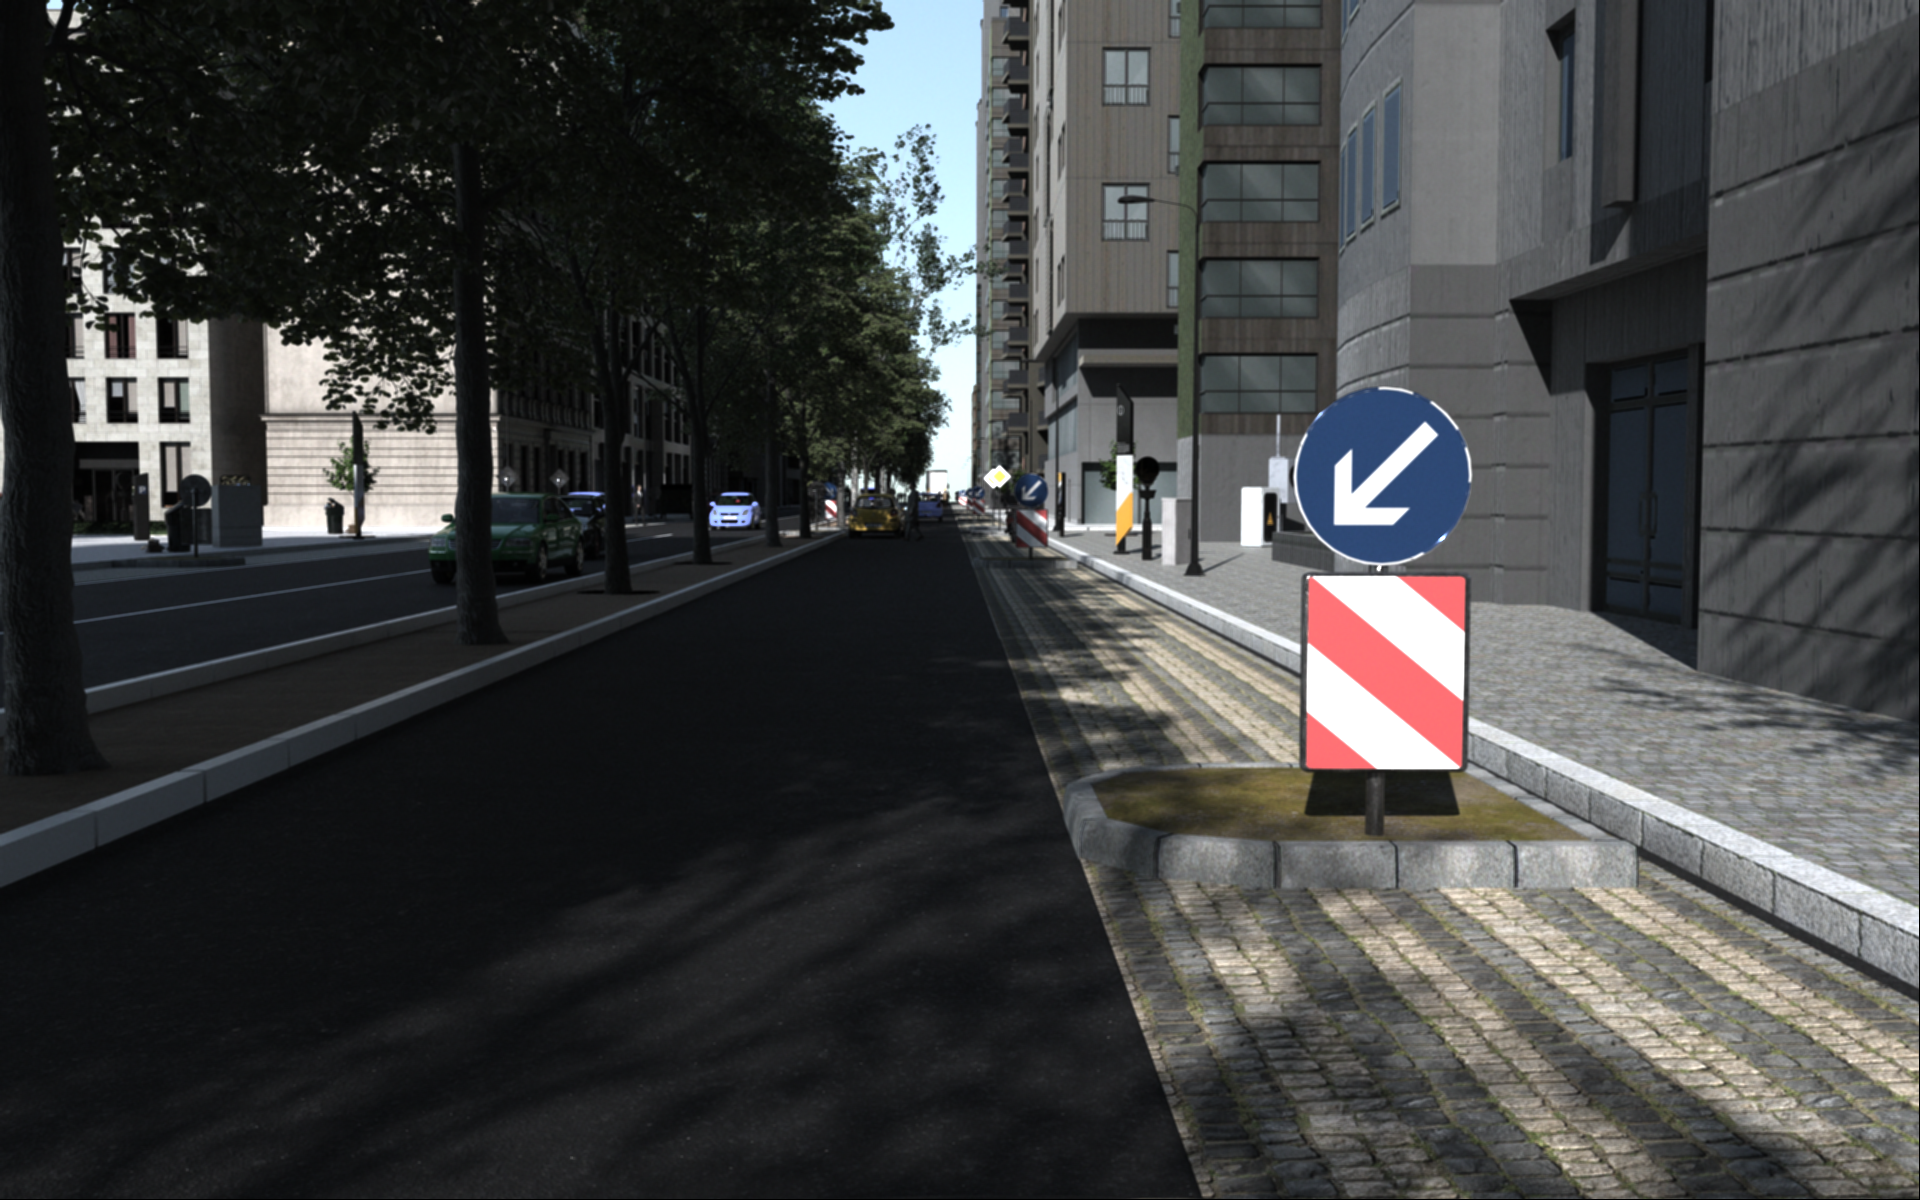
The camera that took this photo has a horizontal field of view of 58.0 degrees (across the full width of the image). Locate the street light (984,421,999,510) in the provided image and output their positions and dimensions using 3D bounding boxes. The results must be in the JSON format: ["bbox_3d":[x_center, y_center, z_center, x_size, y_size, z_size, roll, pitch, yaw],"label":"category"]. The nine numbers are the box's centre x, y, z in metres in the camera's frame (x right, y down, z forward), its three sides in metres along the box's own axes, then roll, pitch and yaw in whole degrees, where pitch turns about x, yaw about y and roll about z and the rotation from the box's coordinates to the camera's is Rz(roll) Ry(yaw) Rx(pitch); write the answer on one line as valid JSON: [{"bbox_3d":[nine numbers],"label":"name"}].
[{"bbox_3d":[2.465,-8.417,110.163,1.470,5.913,1.316,0,4,0],"label":"street light"}]

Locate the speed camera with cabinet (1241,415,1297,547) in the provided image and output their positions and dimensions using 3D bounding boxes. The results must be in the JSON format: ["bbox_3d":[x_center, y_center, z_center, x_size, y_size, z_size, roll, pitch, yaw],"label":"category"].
[{"bbox_3d":[7.650,-2.947,42.519,0.660,3.252,2.038,3,4,38],"label":"speed camera with cabinet"}]

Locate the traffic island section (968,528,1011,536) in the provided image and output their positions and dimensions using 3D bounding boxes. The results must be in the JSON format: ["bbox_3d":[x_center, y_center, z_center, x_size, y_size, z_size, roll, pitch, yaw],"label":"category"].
[{"bbox_3d":[1.390,-2.298,59.850,2.009,0.180,2.903,0,4,0],"label":"traffic island section"}]

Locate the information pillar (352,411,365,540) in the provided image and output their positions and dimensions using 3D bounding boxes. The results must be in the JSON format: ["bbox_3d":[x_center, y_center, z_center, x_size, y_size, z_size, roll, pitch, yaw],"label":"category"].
[{"bbox_3d":[-16.990,-3.521,48.926,0.183,3.616,0.504,0,4,5],"label":"information pillar"}]

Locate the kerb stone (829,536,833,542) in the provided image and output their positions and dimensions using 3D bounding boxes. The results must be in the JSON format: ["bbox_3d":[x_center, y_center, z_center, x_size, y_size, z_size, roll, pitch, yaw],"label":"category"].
[{"bbox_3d":[-3.887,-1.731,50.570,0.120,0.150,1.000,0,4,0],"label":"kerb stone"}]

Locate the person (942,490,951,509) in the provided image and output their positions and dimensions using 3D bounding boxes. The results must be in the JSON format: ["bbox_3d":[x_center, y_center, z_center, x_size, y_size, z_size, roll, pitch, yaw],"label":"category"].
[{"bbox_3d":[-1.492,-9.903,170.502,1.348,1.812,0.705,-1,4,-17],"label":"person"}]

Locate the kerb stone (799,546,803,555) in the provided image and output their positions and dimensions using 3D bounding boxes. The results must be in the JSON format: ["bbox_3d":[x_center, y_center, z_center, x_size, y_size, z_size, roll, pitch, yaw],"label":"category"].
[{"bbox_3d":[-3.810,-1.110,40.341,0.120,0.150,1.000,0,4,0],"label":"kerb stone"}]

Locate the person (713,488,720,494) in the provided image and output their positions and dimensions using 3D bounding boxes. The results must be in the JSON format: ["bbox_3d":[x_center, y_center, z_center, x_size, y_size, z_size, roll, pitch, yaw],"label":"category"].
[{"bbox_3d":[-15.915,-6.413,113.319,0.580,1.828,0.573,1,4,14],"label":"person"}]

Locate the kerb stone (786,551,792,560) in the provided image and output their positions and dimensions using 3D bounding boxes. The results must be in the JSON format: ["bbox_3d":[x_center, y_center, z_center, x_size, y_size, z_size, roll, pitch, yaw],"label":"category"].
[{"bbox_3d":[-3.781,-0.917,37.264,0.120,0.150,1.000,0,4,0],"label":"kerb stone"}]

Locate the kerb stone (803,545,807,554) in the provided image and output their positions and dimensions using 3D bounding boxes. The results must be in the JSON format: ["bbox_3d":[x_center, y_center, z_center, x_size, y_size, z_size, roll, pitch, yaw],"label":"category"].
[{"bbox_3d":[-3.814,-1.172,41.363,0.120,0.150,1.000,0,4,0],"label":"kerb stone"}]

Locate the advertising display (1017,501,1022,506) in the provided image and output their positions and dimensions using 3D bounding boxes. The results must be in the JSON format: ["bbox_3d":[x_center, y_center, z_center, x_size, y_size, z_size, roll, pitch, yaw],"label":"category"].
[{"bbox_3d":[2.724,-4.531,79.293,0.123,1.923,0.974,0,4,-3],"label":"advertising display"}]

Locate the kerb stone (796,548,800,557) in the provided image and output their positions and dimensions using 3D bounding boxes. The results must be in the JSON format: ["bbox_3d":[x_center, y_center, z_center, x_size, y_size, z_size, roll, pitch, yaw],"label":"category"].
[{"bbox_3d":[-3.801,-1.040,39.319,0.120,0.150,1.000,0,4,0],"label":"kerb stone"}]

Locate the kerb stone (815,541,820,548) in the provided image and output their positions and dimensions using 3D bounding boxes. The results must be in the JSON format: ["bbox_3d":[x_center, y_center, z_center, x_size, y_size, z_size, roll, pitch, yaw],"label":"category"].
[{"bbox_3d":[-3.843,-1.420,45.454,0.120,0.150,1.000,0,4,0],"label":"kerb stone"}]

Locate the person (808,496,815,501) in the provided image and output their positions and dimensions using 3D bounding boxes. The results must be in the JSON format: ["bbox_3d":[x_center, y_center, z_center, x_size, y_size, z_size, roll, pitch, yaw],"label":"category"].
[{"bbox_3d":[-12.331,-8.307,145.028,1.217,1.736,0.721,-1,4,-10],"label":"person"}]

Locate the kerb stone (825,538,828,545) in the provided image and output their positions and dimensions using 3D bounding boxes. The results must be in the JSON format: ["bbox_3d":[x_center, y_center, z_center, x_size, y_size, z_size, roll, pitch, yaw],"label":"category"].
[{"bbox_3d":[-3.877,-1.605,48.520,0.120,0.150,1.000,0,4,0],"label":"kerb stone"}]

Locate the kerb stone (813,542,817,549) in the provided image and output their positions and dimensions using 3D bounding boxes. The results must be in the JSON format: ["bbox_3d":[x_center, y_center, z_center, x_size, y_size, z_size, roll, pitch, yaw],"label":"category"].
[{"bbox_3d":[-3.838,-1.360,44.430,0.120,0.150,1.000,0,4,0],"label":"kerb stone"}]

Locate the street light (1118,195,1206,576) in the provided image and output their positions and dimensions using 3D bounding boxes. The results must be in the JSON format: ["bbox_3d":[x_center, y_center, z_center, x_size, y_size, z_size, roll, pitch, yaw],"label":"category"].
[{"bbox_3d":[3.149,-3.336,27.077,1.470,5.913,1.316,0,4,0],"label":"street light"}]

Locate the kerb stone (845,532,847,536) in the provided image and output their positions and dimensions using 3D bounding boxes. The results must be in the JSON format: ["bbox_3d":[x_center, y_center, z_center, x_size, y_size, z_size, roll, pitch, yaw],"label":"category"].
[{"bbox_3d":[-3.936,-2.163,57.739,0.120,0.150,1.000,0,4,0],"label":"kerb stone"}]

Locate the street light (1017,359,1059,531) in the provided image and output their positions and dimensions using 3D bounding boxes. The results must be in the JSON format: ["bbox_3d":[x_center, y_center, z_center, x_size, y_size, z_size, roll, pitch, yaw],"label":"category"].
[{"bbox_3d":[2.814,-5.333,59.731,1.470,5.913,1.316,0,4,0],"label":"street light"}]

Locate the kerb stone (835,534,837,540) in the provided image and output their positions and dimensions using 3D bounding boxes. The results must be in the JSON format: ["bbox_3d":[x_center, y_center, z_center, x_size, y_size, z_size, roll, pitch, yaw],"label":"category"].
[{"bbox_3d":[-3.899,-1.861,52.615,0.120,0.150,1.000,0,4,0],"label":"kerb stone"}]

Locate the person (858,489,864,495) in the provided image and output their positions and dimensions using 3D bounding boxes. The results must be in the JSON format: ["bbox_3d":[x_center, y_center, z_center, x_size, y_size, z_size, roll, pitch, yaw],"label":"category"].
[{"bbox_3d":[-6.968,-6.889,121.257,0.709,1.813,0.853,1,4,9],"label":"person"}]

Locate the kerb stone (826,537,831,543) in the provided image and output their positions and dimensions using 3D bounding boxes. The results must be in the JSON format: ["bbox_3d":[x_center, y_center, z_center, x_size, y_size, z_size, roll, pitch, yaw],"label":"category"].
[{"bbox_3d":[-3.870,-1.669,49.548,0.120,0.150,1.000,0,4,0],"label":"kerb stone"}]

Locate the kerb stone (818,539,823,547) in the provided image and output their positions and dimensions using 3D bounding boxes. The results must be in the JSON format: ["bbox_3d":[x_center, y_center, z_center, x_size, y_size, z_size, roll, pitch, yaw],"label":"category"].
[{"bbox_3d":[-3.846,-1.485,46.476,0.120,0.150,1.000,0,4,0],"label":"kerb stone"}]

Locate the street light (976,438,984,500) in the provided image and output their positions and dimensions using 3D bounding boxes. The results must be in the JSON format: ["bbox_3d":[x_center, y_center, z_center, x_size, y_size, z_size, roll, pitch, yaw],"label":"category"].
[{"bbox_3d":[2.265,-10.418,142.877,1.470,5.913,1.316,0,4,0],"label":"street light"}]

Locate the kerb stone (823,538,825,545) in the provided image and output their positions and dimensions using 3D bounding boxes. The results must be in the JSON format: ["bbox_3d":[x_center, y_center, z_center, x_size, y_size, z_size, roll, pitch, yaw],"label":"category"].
[{"bbox_3d":[-3.860,-1.548,47.498,0.120,0.150,1.000,0,4,0],"label":"kerb stone"}]

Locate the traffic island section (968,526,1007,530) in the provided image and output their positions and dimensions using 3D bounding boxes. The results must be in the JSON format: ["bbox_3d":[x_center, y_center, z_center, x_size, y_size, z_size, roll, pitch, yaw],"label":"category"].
[{"bbox_3d":[1.330,-2.786,67.835,2.009,0.180,2.903,0,4,0],"label":"traffic island section"}]

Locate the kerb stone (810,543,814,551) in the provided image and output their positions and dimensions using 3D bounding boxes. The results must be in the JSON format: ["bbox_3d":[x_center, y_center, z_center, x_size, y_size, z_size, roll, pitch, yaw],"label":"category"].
[{"bbox_3d":[-3.834,-1.293,43.408,0.120,0.150,1.000,0,4,0],"label":"kerb stone"}]

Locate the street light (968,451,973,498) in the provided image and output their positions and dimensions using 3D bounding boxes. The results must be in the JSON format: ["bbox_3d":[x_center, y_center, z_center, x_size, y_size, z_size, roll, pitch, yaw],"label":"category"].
[{"bbox_3d":[1.907,-13.087,186.505,1.470,5.913,1.316,0,4,0],"label":"street light"}]

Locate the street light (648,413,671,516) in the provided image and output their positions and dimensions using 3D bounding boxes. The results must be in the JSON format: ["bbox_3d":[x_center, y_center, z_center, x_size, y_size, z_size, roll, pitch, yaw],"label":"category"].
[{"bbox_3d":[-17.312,-7.789,99.889,1.470,5.913,1.316,0,4,0],"label":"street light"}]

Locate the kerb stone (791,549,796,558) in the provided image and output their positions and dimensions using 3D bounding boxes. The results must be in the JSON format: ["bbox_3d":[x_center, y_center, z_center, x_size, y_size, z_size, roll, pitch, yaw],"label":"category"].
[{"bbox_3d":[-3.786,-0.984,38.291,0.120,0.150,1.000,0,4,0],"label":"kerb stone"}]

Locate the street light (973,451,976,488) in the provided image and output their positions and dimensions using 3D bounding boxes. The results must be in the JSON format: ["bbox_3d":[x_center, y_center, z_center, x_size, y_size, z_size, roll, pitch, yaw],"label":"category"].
[{"bbox_3d":[2.131,-11.116,154.288,1.470,5.913,1.316,0,4,0],"label":"street light"}]

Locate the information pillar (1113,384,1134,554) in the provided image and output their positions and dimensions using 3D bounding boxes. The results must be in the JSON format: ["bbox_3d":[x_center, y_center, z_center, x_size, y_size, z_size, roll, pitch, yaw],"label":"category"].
[{"bbox_3d":[3.494,-2.781,36.827,0.183,3.616,0.504,-2,4,-33],"label":"information pillar"}]

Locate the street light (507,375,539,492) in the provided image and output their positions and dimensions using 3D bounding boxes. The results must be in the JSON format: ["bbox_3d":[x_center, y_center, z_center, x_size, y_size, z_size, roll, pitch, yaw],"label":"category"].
[{"bbox_3d":[-17.115,-5.818,67.673,1.470,5.913,1.316,0,4,0],"label":"street light"}]

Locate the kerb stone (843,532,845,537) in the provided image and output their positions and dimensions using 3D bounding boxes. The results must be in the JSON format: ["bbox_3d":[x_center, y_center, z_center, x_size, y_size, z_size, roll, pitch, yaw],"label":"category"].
[{"bbox_3d":[-3.931,-2.106,56.706,0.120,0.150,1.000,0,4,0],"label":"kerb stone"}]

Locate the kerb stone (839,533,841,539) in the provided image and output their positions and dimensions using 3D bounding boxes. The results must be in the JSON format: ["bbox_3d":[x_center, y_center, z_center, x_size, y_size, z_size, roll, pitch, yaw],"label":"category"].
[{"bbox_3d":[-3.914,-1.986,54.661,0.120,0.150,1.000,0,4,0],"label":"kerb stone"}]

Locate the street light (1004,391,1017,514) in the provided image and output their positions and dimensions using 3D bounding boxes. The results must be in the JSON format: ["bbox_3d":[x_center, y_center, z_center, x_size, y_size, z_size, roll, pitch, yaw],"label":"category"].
[{"bbox_3d":[2.657,-6.447,77.947,1.470,5.913,1.316,0,4,0],"label":"street light"}]

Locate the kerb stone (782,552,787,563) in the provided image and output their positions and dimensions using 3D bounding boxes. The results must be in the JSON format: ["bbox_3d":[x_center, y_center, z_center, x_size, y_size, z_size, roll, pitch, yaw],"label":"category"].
[{"bbox_3d":[-3.773,-0.859,36.235,0.120,0.150,1.000,0,4,0],"label":"kerb stone"}]

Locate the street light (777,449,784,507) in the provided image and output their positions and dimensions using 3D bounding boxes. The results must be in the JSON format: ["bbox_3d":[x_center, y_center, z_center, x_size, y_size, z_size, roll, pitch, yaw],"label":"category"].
[{"bbox_3d":[-17.889,-12.458,176.230,1.470,5.913,1.316,0,4,0],"label":"street light"}]

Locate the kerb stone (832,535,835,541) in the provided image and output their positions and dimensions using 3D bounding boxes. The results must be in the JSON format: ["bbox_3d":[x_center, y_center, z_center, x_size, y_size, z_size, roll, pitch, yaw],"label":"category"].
[{"bbox_3d":[-3.888,-1.797,51.592,0.120,0.150,1.000,0,4,0],"label":"kerb stone"}]

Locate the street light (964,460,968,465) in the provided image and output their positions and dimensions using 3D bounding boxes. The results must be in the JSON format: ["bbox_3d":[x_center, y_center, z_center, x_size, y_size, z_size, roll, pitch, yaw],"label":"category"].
[{"bbox_3d":[1.608,-15.068,218.903,1.470,5.913,1.316,0,4,0],"label":"street light"}]

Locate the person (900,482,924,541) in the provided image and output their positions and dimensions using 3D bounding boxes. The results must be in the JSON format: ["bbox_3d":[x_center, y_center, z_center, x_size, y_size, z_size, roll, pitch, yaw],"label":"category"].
[{"bbox_3d":[-1.484,-2.734,53.300,0.767,1.812,0.694,0,4,-3],"label":"person"}]

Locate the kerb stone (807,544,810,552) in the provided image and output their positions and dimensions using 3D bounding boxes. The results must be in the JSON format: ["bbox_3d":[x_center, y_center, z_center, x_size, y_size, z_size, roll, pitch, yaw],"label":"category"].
[{"bbox_3d":[-3.828,-1.235,42.386,0.120,0.150,1.000,0,4,0],"label":"kerb stone"}]

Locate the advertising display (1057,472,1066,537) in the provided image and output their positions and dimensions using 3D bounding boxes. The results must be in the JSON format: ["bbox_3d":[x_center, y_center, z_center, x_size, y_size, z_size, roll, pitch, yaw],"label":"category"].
[{"bbox_3d":[3.036,-2.852,51.850,0.123,1.923,0.974,0,4,-4],"label":"advertising display"}]

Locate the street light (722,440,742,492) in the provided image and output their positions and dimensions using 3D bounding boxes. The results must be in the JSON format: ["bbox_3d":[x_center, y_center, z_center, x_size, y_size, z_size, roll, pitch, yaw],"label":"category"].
[{"bbox_3d":[-17.577,-9.759,132.105,1.470,5.913,1.316,0,4,0],"label":"street light"}]

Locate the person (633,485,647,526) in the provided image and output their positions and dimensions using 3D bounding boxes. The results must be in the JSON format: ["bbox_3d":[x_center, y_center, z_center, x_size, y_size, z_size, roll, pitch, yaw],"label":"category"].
[{"bbox_3d":[-14.492,-4.297,78.534,0.659,1.850,0.755,-3,5,-40],"label":"person"}]

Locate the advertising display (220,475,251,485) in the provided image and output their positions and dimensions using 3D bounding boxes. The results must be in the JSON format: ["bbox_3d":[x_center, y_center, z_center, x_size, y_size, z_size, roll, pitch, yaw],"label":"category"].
[{"bbox_3d":[-24.827,-3.312,59.365,0.974,1.923,0.123,-2,4,-32],"label":"advertising display"}]

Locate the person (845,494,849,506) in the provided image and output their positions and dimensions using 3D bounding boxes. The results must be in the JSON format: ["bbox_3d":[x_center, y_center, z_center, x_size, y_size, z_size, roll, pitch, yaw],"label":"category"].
[{"bbox_3d":[-12.999,-11.906,203.982,1.217,1.723,0.721,-1,4,-20],"label":"person"}]

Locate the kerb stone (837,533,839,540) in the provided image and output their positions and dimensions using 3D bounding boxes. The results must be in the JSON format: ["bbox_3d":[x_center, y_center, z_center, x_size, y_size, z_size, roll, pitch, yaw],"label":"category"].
[{"bbox_3d":[-3.911,-1.920,53.637,0.120,0.150,1.000,0,4,0],"label":"kerb stone"}]

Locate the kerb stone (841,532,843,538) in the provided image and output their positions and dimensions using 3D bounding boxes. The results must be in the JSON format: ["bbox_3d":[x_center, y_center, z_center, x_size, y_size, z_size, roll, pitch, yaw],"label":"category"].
[{"bbox_3d":[-3.923,-2.048,55.684,0.120,0.150,1.000,0,4,0],"label":"kerb stone"}]

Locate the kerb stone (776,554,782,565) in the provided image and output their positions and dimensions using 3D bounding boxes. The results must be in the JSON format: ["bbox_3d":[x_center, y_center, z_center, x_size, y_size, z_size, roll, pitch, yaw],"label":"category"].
[{"bbox_3d":[-3.770,-0.796,35.203,0.120,0.150,1.000,0,4,0],"label":"kerb stone"}]
